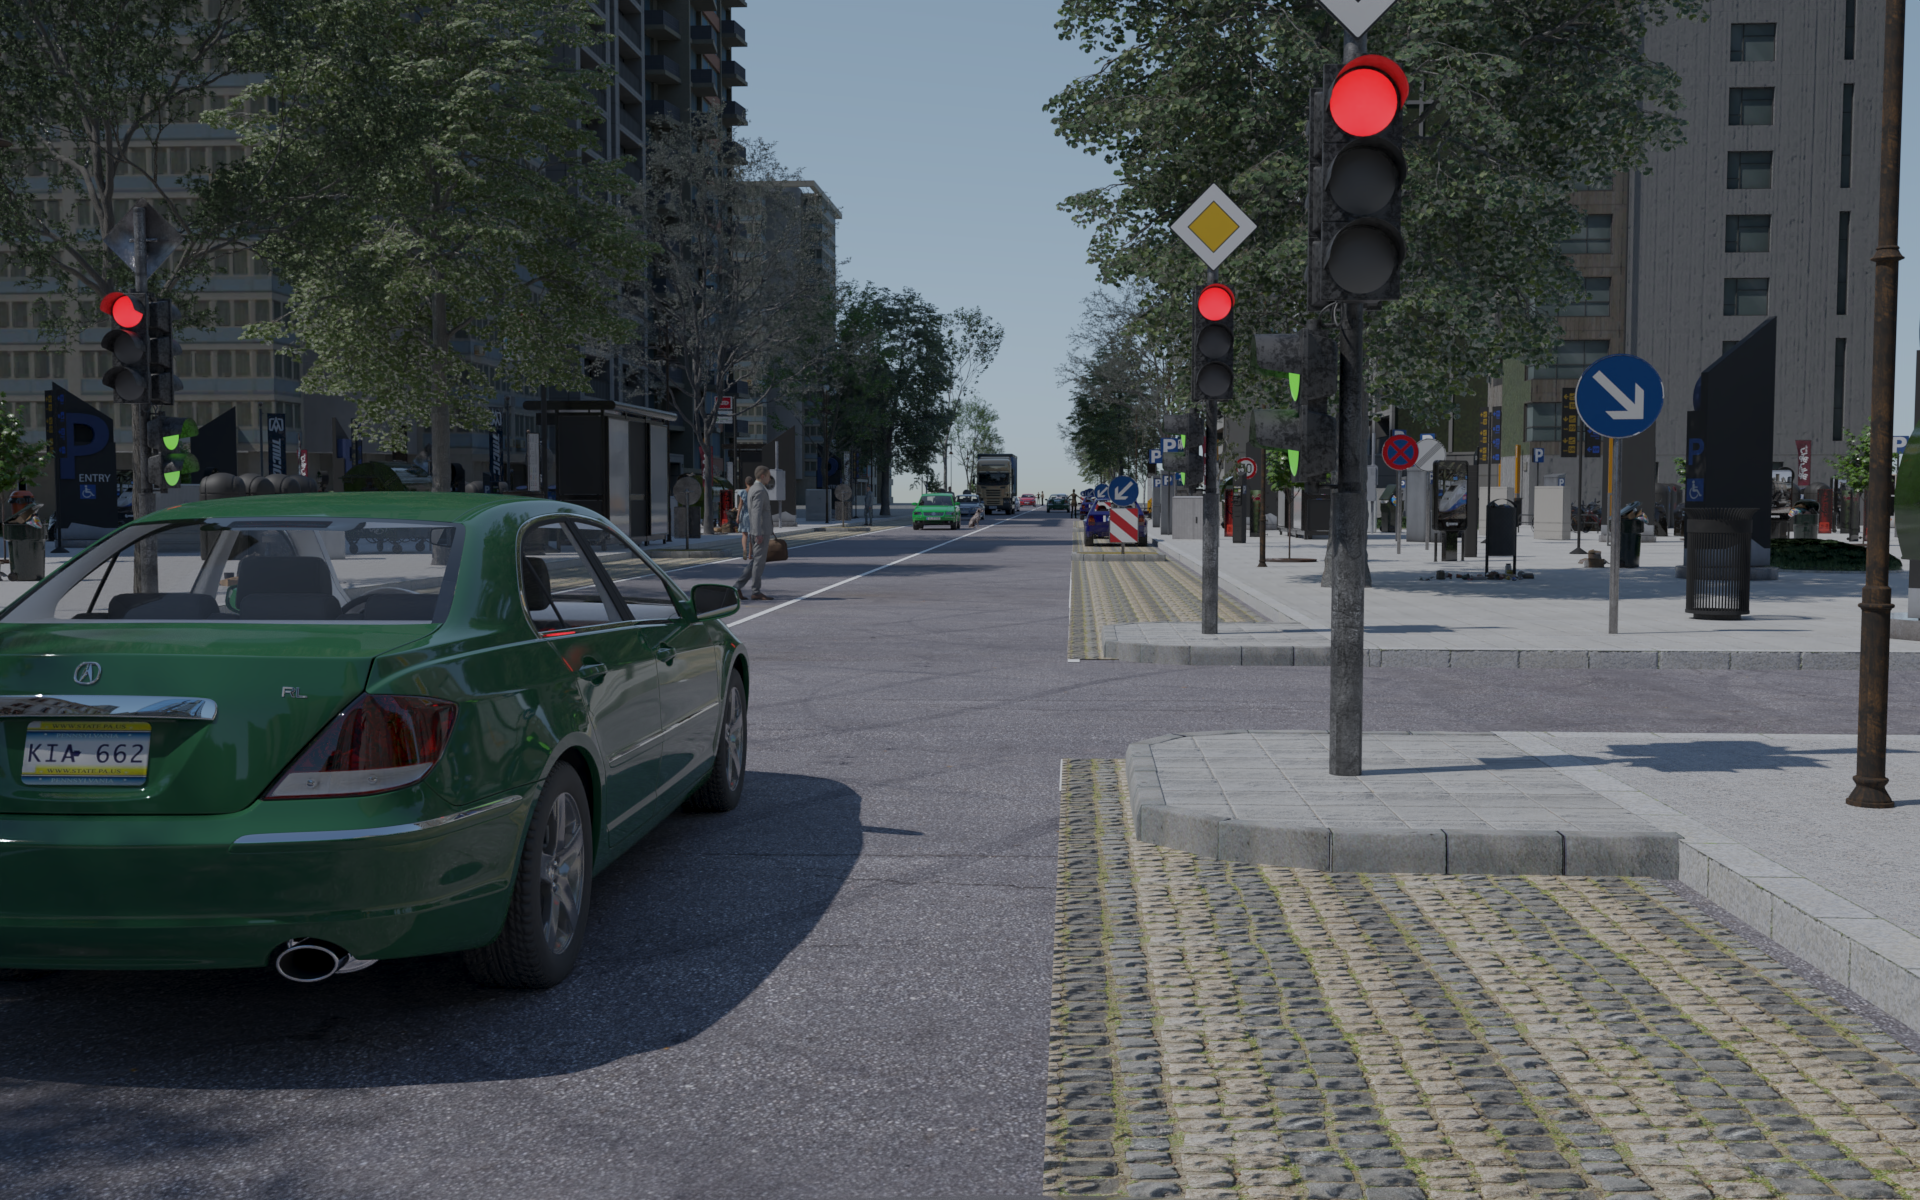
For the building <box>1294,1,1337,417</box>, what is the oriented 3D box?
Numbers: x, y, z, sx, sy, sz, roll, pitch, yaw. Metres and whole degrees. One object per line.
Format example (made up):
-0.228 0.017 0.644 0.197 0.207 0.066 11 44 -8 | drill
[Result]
36.975 -36.298 135.479 21.231 58.520 28.212 0 4 4 | building

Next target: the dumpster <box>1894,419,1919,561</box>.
4.933 -0.269 6.891 1.502 2.255 1.985 0 4 4 | dumpster

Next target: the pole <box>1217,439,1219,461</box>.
9.550 -4.336 64.742 0.158 3.312 0.155 0 3 0 | pole

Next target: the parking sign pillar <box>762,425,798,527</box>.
-7.093 -4.858 67.904 1.447 3.967 1.447 0 4 0 | parking sign pillar

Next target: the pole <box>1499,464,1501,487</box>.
27.978 -5.858 89.627 0.158 3.312 0.155 0 3 0 | pole

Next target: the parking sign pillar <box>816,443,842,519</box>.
-6.870 -6.264 90.892 1.447 3.967 1.447 1 4 9 | parking sign pillar

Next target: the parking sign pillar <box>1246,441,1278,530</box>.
10.866 -4.482 61.746 1.447 3.967 1.447 2 4 23 | parking sign pillar

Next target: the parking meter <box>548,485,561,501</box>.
-11.046 -2.372 47.195 0.372 1.533 0.369 0 3 0 | parking meter

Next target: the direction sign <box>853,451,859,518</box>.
-5.479 -6.063 91.125 0.379 3.537 0.876 1 4 14 | direction sign

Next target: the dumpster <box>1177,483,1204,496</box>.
9.365 -3.990 71.000 1.264 1.857 1.865 0 4 4 | dumpster

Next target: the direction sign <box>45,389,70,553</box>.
-19.629 -2.793 37.665 0.876 3.537 0.379 3 4 37 | direction sign

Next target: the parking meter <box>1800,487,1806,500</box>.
29.685 -3.224 61.127 0.372 1.533 0.369 0 3 0 | parking meter

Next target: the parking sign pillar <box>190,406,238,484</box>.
-22.760 -3.939 52.876 1.447 3.967 1.447 -1 4 -20 | parking sign pillar

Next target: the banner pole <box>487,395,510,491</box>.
-11.613 -3.294 43.872 0.401 3.779 0.863 2 4 34 | banner pole

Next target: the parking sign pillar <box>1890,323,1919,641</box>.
8.959 -1.644 15.352 1.447 3.967 1.447 -3 4 -38 | parking sign pillar

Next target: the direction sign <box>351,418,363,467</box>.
-17.961 -3.647 51.631 0.379 3.537 0.876 -3 4 -37 | direction sign

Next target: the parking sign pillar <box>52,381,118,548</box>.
-21.114 -3.263 41.819 1.447 3.967 1.447 -2 4 -34 | parking sign pillar

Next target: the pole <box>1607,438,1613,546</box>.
16.037 -2.983 42.613 0.158 3.312 0.155 0 3 0 | pole

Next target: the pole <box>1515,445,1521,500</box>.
23.125 -4.770 71.839 0.158 3.312 0.155 0 3 0 | pole

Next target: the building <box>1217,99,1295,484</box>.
41.557 -35.656 206.669 21.300 48.544 21.600 0 4 4 | building

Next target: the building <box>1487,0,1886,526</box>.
30.714 -18.632 76.334 14.160 30.474 14.107 0 4 4 | building

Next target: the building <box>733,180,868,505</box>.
-27.537 -31.265 203.068 32.217 40.220 23.993 0 4 4 | building

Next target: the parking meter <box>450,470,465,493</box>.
-12.041 -2.182 41.387 0.399 1.863 0.255 1 4 20 | parking meter

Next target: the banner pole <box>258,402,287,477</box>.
-18.754 -3.495 47.155 0.863 3.779 0.401 -2 4 -28 | banner pole

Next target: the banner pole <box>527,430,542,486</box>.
-16.597 -4.749 67.670 0.863 3.779 0.401 -1 4 -22 | banner pole

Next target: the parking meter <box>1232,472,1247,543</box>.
7.276 -2.407 45.073 0.255 1.863 0.399 2 4 32 | parking meter

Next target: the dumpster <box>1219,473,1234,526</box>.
10.602 -3.875 65.852 1.502 2.255 1.985 0 4 4 | dumpster

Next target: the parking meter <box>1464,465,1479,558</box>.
10.372 -1.799 35.122 0.255 1.863 0.399 1 4 17 | parking meter

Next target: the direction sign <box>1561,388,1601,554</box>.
13.235 -2.749 36.950 0.876 3.537 0.379 0 4 -6 | direction sign

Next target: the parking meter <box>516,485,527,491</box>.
-12.756 -2.574 50.504 0.372 1.533 0.369 0 3 0 | parking meter

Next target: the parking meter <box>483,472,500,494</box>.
-12.311 -2.434 45.503 0.399 1.863 0.255 2 4 31 | parking meter

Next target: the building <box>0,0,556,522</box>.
-32.961 -23.733 79.919 32.217 40.220 23.993 0 4 4 | building

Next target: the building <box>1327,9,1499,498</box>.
35.178 -41.098 110.196 20.563 71.187 20.611 0 4 4 | building

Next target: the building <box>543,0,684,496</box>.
-27.684 -40.599 102.038 20.563 71.187 20.611 0 4 4 | building

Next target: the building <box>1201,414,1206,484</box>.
44.220 -35.368 232.888 22.147 44.769 28.867 0 4 4 | building

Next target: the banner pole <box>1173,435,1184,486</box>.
8.286 -4.633 65.770 0.401 3.779 0.863 -2 4 -35 | banner pole

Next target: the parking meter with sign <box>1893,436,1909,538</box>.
27.834 -3.345 50.954 0.543 3.016 1.738 1 4 12 | parking meter with sign

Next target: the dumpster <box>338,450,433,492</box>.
-12.489 -2.158 37.783 1.502 2.255 1.985 0 4 4 | dumpster

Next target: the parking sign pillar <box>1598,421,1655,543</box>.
17.798 -3.523 46.075 1.447 3.967 1.447 2 4 25 | parking sign pillar

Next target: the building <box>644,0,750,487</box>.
-27.909 -28.948 127.917 22.147 44.769 28.867 0 4 4 | building

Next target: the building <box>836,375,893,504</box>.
-24.149 -23.567 230.362 27.650 21.520 28.899 0 4 4 | building

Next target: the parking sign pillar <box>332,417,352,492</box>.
-21.760 -4.463 61.435 1.447 3.967 1.447 0 4 4 | parking sign pillar

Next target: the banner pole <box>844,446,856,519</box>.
-5.718 -6.065 89.181 0.401 3.779 0.863 3 4 37 | banner pole

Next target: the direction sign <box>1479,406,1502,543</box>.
13.741 -3.239 44.959 0.379 3.537 0.876 -1 4 -19 | direction sign

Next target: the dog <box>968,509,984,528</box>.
0.579 -3.477 73.679 0.513 0.831 0.800 -3 4 -38 | dog

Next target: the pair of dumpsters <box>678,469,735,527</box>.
-9.838 -3.933 66.803 1.574 2.255 4.437 0 4 4 | pair of dumpsters

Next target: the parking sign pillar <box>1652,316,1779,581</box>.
11.659 -2.310 26.235 1.447 3.967 1.447 -1 4 -20 | parking sign pillar
